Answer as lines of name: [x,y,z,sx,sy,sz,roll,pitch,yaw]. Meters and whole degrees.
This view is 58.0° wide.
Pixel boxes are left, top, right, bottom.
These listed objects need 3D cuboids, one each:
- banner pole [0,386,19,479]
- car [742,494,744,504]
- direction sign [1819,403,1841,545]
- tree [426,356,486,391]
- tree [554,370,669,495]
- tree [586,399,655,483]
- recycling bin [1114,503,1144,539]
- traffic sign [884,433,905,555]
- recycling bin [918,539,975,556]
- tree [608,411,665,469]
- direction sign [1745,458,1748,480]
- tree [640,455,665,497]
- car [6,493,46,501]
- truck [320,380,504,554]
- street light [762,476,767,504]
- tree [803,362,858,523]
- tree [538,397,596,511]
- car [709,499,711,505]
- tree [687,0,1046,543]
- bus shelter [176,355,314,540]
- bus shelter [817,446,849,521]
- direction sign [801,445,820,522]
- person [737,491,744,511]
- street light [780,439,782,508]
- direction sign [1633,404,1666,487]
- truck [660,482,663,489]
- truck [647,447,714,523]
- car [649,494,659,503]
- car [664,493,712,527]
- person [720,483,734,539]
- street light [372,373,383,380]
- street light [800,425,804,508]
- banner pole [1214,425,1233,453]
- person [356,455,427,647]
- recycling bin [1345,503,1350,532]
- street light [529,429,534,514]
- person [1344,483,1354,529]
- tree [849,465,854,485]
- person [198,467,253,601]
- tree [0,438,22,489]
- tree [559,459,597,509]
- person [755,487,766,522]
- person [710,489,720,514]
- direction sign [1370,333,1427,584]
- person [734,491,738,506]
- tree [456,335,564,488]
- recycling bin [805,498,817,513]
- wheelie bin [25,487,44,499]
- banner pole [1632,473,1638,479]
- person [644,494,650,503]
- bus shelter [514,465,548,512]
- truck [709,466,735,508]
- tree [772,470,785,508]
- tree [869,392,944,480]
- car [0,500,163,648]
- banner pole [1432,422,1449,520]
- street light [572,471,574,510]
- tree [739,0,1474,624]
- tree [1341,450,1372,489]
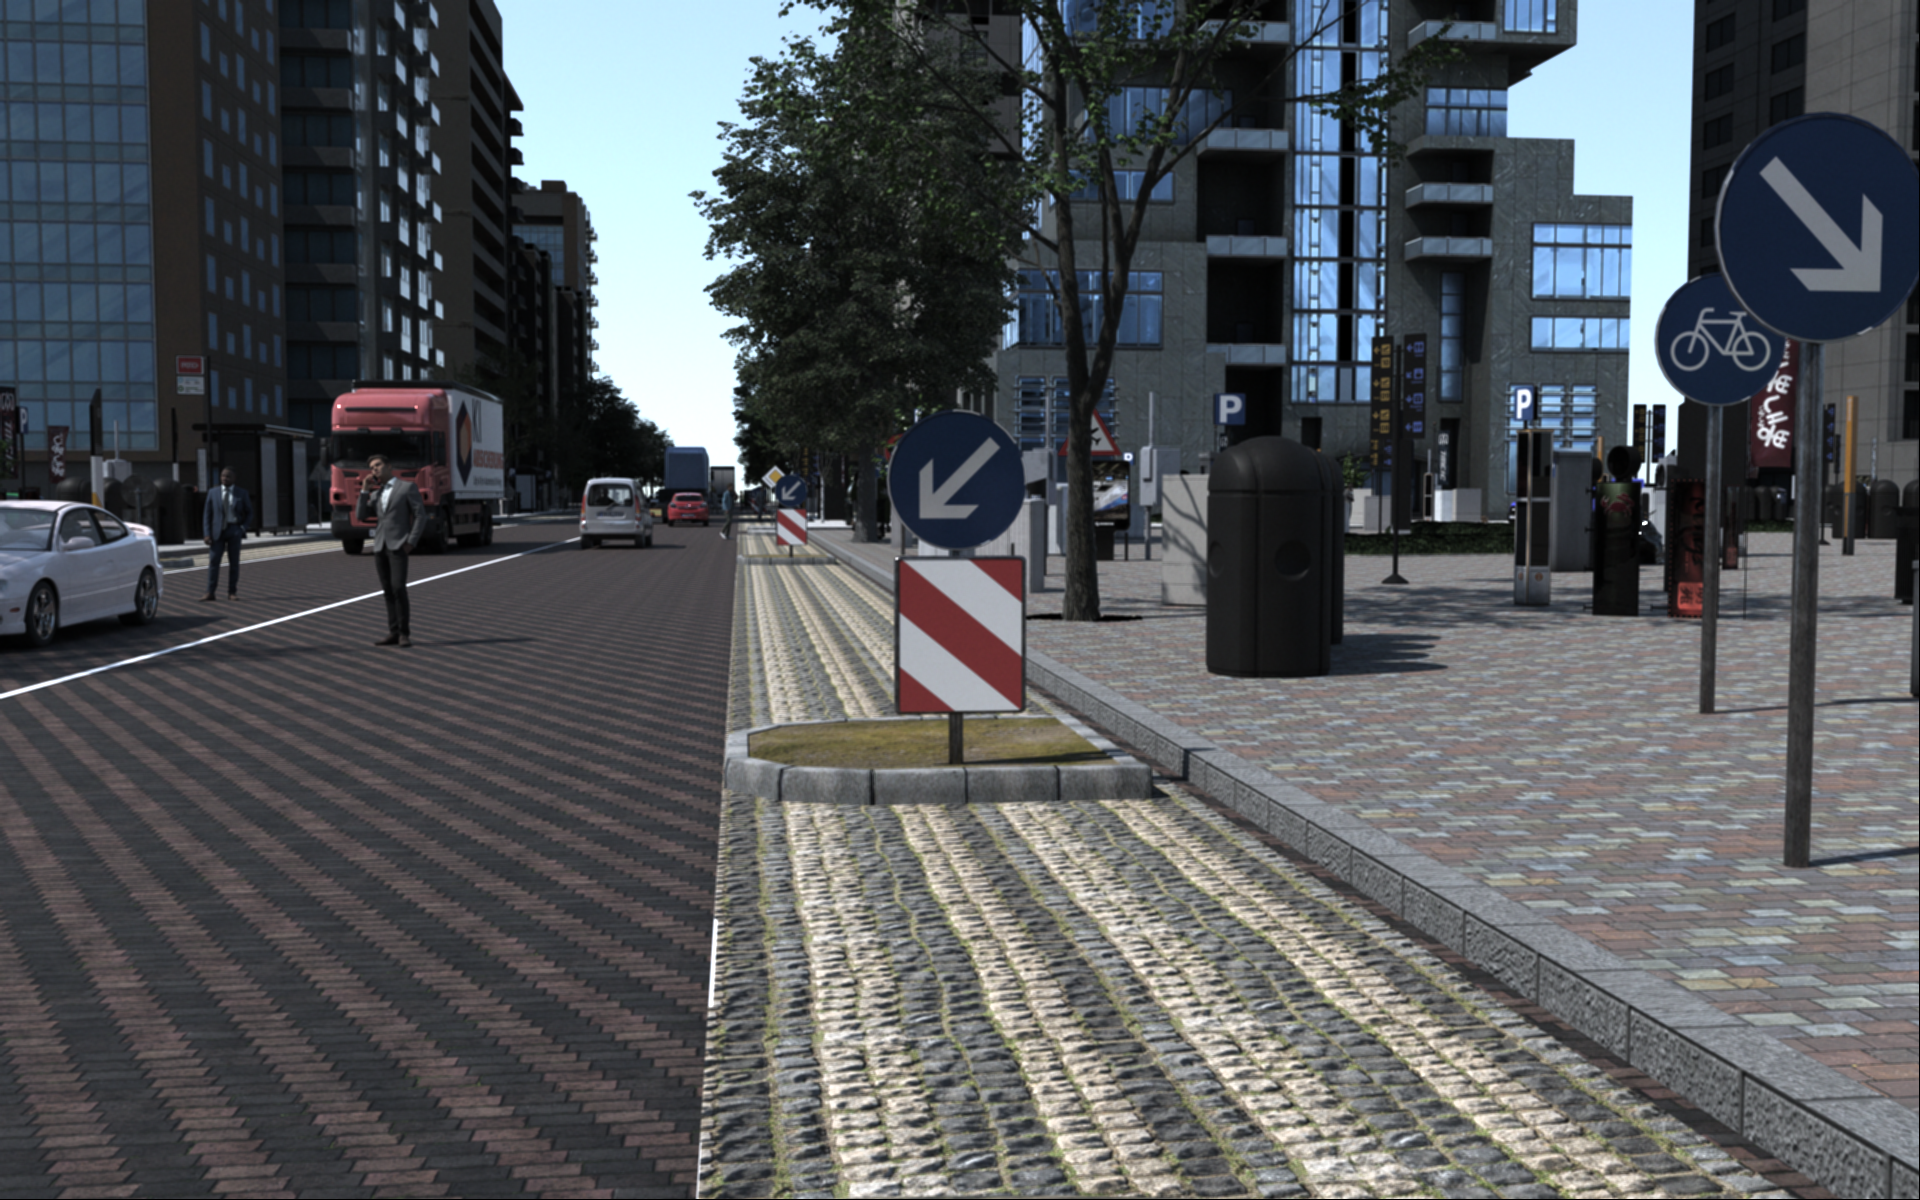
banner pole: [-19.542,-2.776,35.409,0.401,3.779,0.863,1,4,11]
car: [-29.377,-14.153,240.191,1.959,1.807,4.718,0,4,-6]
direction sign: [21.783,-3.159,43.655,0.379,3.537,0.876,0,4,1]
tree: [-26.895,-8.640,91.634,4.737,8.622,4.395,0,3,0]
tree: [-37.006,-16.604,178.133,9.857,13.997,8.962,0,3,0]
tree: [-40.742,-17.569,204.264,9.611,12.733,9.660,0,3,0]
recycling bin: [4.805,-2.274,49.740,0.722,1.027,0.722,-3,4,-36]
traffic sign: [-1.193,-2.210,36.247,0.768,2.556,0.104,0,4,2]
recycling bin: [-0.171,-0.886,27.035,0.722,1.027,0.722,2,4,33]
tree: [-45.181,-19.934,236.283,12.009,13.543,11.850,0,3,0]
direction sign: [42.000,-6.194,93.262,0.876,3.537,0.379,1,4,18]
tree: [-48.147,-20.219,264.984,7.601,10.594,8.767,2,4,26]
car: [-33.181,-3.203,61.158,4.718,1.807,1.959,0,4,-7]
truck: [-13.909,-3.421,44.843,2.839,4.237,11.283,0,4,-6]
street light: [-28.826,-17.138,252.989,0.468,5.910,1.993,0,4,-7]
tree: [-5.842,-7.705,76.346,4.360,8.622,3.978,0,3,0]
tree: [-31.375,-11.504,138.453,4.360,8.622,3.978,0,3,0]
car: [-29.981,-12.048,206.567,1.945,1.707,3.694,0,4,-7]
tree: [-2.522,-8.479,45.293,9.857,13.997,8.962,0,3,0]
bus shelter: [-21.899,-4.605,52.917,2.179,5.291,8.768,0,4,-7]
bus shelter: [-6.431,-5.772,85.653,1.731,3.624,6.357,0,4,-7]
direction sign: [-6.926,-5.404,80.345,0.876,3.537,0.379,0,4,1]
person: [-18.861,-8.532,148.724,0.721,1.735,1.217,-2,4,-32]
street light: [-14.674,-10.350,142.009,0.468,5.910,1.993,0,4,-7]
direction sign: [17.368,-3.163,43.714,0.876,3.537,0.379,-1,4,-10]
truck: [-33.724,-12.840,205.852,3.469,3.379,9.791,0,4,-8]
truck: [-14.985,-6.279,92.419,2.967,4.110,18.799,0,4,-5]
car: [-28.509,-9.212,162.624,2.014,1.417,4.499,-1,4,-8]
car: [-12.197,-4.201,77.733,2.155,1.783,4.494,-1,4,-9]
person: [-7.363,-2.813,54.829,0.444,1.785,0.601,2,4,25]
street light: [-22.263,-5.722,66.335,0.468,5.910,1.993,0,4,-7]
street light: [-8.604,-7.386,93.540,0.468,5.910,1.993,0,4,-7]
banner pole: [9.449,-4.442,62.641,0.863,3.779,0.401,0,4,-4]
person: [-5.378,-0.471,16.388,0.592,1.802,0.473,2,4,34]
recycling bin: [10.559,-2.234,49.074,0.722,1.027,0.722,3,5,41]
street light: [-28.246,-8.651,114.232,0.468,5.910,1.993,0,4,-7]
person: [15.241,-3.641,67.836,0.447,1.846,0.655,0,4,-7]
tree: [-6.714,-6.386,99.014,1.663,3.219,1.824,0,3,0]
person: [-9.922,-0.899,23.386,0.721,1.800,0.419,-2,4,-25]
tree: [-18.392,-2.304,32.265,1.663,3.219,1.824,0,3,0]
tree: [-32.461,-9.987,146.995,4.285,4.588,4.351,0,3,0]
person: [-10.141,-4.864,88.118,0.391,1.810,0.635,2,4,25]
person: [-17.520,-7.034,123.864,0.624,1.780,0.694,3,5,42]
direction sign: [6.246,-2.003,24.754,0.379,3.537,0.876,-3,5,-43]
person: [-26.649,-12.005,205.314,0.617,1.759,0.750,1,4,9]
tree: [-27.278,-10.276,102.427,8.767,10.594,7.601,2,4,25]
recycling bin: [-10.281,-6.548,119.618,0.722,1.027,0.722,-1,4,-19]
wheelie bin: [-39.296,-3.999,73.296,0.980,1.594,0.693,-1,4,-20]
banner pole: [43.077,-7.381,110.692,0.401,3.779,0.863,-1,4,-10]
person: [-27.213,-8.473,150.226,0.799,1.438,0.628,1,4,15]
bus shelter: [-30.763,-7.937,123.698,2.014,3.302,5.546,0,4,-7]
truck: [-24.693,-11.670,179.713,2.839,4.237,11.283,-1,4,-8]
tree: [-13.841,-8.591,135.063,1.663,3.219,1.824,0,3,0]
tree: [-0.707,-2.354,33.091,1.663,3.219,1.824,0,3,0]
car: [-9.646,-0.316,17.536,2.083,1.381,4.827,0,4,-7]
banner pole: [16.587,-4.277,59.942,0.401,3.779,0.863,-3,4,-36]
street light: [-31.871,-10.378,142.473,0.468,5.910,1.993,0,4,-7]
tree: [1.374,-5.607,17.431,9.928,11.665,9.643,0,3,0]
tree: [17.273,-5.050,77.170,1.663,3.219,1.824,0,3,0]
